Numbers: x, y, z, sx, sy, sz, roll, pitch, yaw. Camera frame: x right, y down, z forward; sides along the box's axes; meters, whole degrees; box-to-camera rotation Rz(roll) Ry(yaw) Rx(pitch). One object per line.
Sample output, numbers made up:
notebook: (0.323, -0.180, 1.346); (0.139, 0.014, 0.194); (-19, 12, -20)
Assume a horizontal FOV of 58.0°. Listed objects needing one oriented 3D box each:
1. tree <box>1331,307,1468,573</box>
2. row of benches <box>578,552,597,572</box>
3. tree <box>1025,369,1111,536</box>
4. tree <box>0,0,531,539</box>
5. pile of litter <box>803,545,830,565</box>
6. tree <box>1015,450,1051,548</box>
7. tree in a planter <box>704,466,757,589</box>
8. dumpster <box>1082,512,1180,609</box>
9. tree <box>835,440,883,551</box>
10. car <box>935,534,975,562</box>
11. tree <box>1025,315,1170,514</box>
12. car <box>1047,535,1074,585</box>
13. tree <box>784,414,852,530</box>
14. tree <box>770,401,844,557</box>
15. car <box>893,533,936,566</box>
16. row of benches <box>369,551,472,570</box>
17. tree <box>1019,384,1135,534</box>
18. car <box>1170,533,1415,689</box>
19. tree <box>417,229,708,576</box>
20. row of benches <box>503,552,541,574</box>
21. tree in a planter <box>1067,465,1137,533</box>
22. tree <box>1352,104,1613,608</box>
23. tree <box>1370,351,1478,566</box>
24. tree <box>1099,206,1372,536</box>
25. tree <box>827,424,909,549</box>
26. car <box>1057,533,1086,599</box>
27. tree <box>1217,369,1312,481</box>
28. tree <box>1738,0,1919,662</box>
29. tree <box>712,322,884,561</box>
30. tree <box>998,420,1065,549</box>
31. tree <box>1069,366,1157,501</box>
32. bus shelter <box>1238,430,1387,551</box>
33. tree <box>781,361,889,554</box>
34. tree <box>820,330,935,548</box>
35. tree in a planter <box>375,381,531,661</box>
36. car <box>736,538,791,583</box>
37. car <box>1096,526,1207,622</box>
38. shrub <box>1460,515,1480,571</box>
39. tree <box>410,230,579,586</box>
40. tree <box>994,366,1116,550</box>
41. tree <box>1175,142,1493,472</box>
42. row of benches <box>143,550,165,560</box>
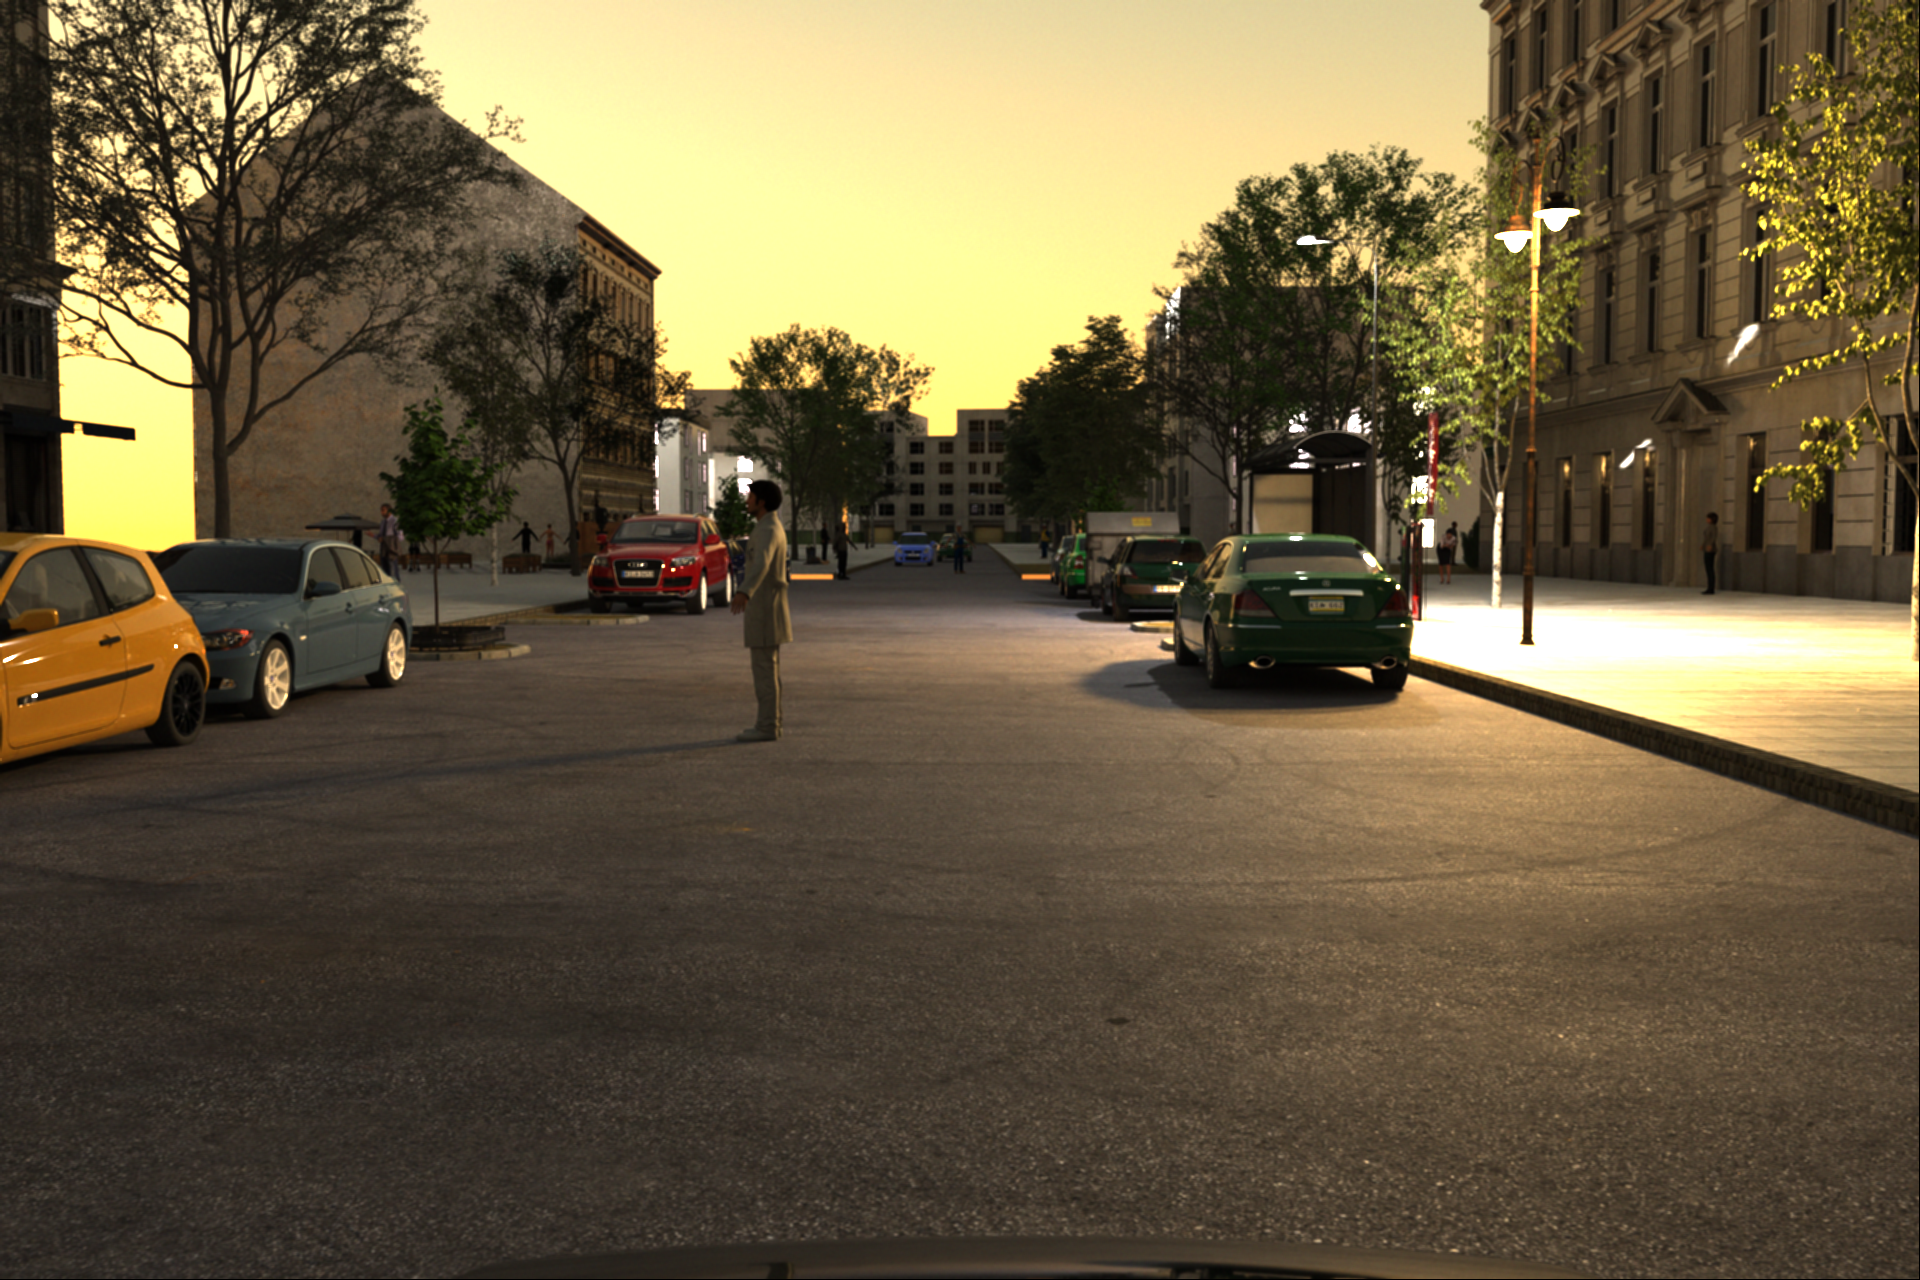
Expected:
tree: (14.298, -6.499, 56.623); (4.737, 8.622, 4.395); (0, 3, 0)
row of benches: (-11.096, -2.668, 59.081); (4.104, 0.672, 1.422); (-1, 4, -22)
tree: (7.794, -12.221, 117.939); (7.486, 12.596, 7.792); (0, 3, 0)
tree: (-12.210, -7.230, 28.574); (12.009, 13.543, 11.850); (0, 3, 0)
pile of litter: (-6.105, -3.650, 73.647); (1.176, 0.858, 1.719); (0, 4, 0)
tree: (8.075, -14.241, 158.601); (9.928, 11.665, 9.643); (0, 3, 0)
tree in a planter: (-5.993, -2.977, 45.890); (1.991, 3.239, 1.994); (0, 4, 1)
dumpster: (3.330, -1.559, 33.710); (1.865, 1.857, 1.264); (0, 4, 1)
tree: (-8.267, -10.868, 128.057); (4.360, 8.622, 3.978); (0, 3, 0)
car: (-0.284, -4.813, 90.495); (2.131, 1.459, 4.920); (0, 3, 0)
tree: (7.199, -10.496, 89.729); (7.486, 12.596, 7.792); (0, 3, 0)
car: (3.548, -2.336, 50.190); (2.014, 1.417, 4.499); (0, 4, 1)
tree: (-7.886, -9.279, 102.067); (4.360, 8.622, 3.978); (0, 3, 0)
tree: (-7.957, -8.886, 95.653); (4.360, 8.622, 3.978); (0, 3, 0)
car: (-2.060, -4.199, 78.240); (1.945, 1.707, 3.694); (0, 4, 0)
row of benches: (-19.647, -2.934, 63.435); (1.422, 0.672, 4.104); (3, 4, 39)
tree: (7.064, -10.590, 107.564); (8.767, 10.594, 7.601); (3, 5, 40)
car: (3.247, -0.348, 17.491); (2.131, 1.459, 4.920); (0, 4, 1)
tree: (-11.863, -7.244, 52.856); (8.767, 10.594, 7.601); (-2, 4, -29)
row of benches: (-14.614, -2.589, 57.786); (1.422, 0.672, 4.104); (0, 4, -5)
tree in a planter: (3.698, -2.927, 45.086); (1.991, 3.239, 1.994); (0, 4, 1)
tree: (9.287, -4.883, 30.205); (4.737, 8.622, 4.395); (0, 3, 0)
tree: (18.213, -7.220, 68.409); (4.737, 8.622, 4.395); (0, 3, 0)
tree: (10.442, -9.461, 65.062); (12.009, 13.543, 11.850); (0, 3, 0)
tree: (-8.092, -13.033, 147.509); (8.767, 10.594, 7.601); (1, 4, 17)
car: (3.218, -1.873, 39.423); (1.959, 1.807, 4.718); (0, 4, 0)
tree: (12.843, -7.526, 73.418); (4.737, 8.622, 4.395); (0, 3, 0)
tree: (9.789, -4.102, 17.426); (4.737, 8.622, 4.395); (0, 3, 0)
tree: (-7.866, -9.658, 83.658); (9.928, 11.665, 9.643); (0, 3, 0)
tree: (6.773, -14.141, 149.329); (7.486, 12.596, 7.792); (0, 3, 0)
tree: (6.628, -7.653, 75.494); (4.360, 8.622, 3.978); (0, 3, 0)
bus shelter: (7.286, -2.599, 36.422); (2.014, 3.302, 5.546); (0, 4, 0)
tree: (-8.305, -11.946, 113.450); (7.486, 12.596, 7.792); (0, 3, 0)
tree: (-8.639, -18.651, 160.839); (12.611, 20.169, 13.585); (0, 3, 0)
tree in a planter: (-6.211, -1.421, 20.462); (1.991, 3.239, 1.994); (0, 4, 1)
car: (-5.867, -2.271, 49.710); (1.945, 1.354, 3.894); (0, 4, 1)
car: (3.373, -1.214, 29.641); (2.009, 1.686, 4.222); (0, 4, 1)
shrub: (18.257, -3.439, 60.277); (1.661, 2.075, 1.752); (0, 3, 0)
tree: (-11.780, -5.646, 42.669); (4.360, 8.622, 3.978); (0, 3, 0)
tree: (7.216, -13.656, 129.924); (9.857, 13.997, 8.962); (0, 3, 0)
tree: (9.747, -7.351, 45.949); (9.928, 11.665, 9.643); (0, 3, 0)
row of benches: (-31.649, -3.176, 67.398); (4.104, 0.672, 1.422); (2, 4, 26)
